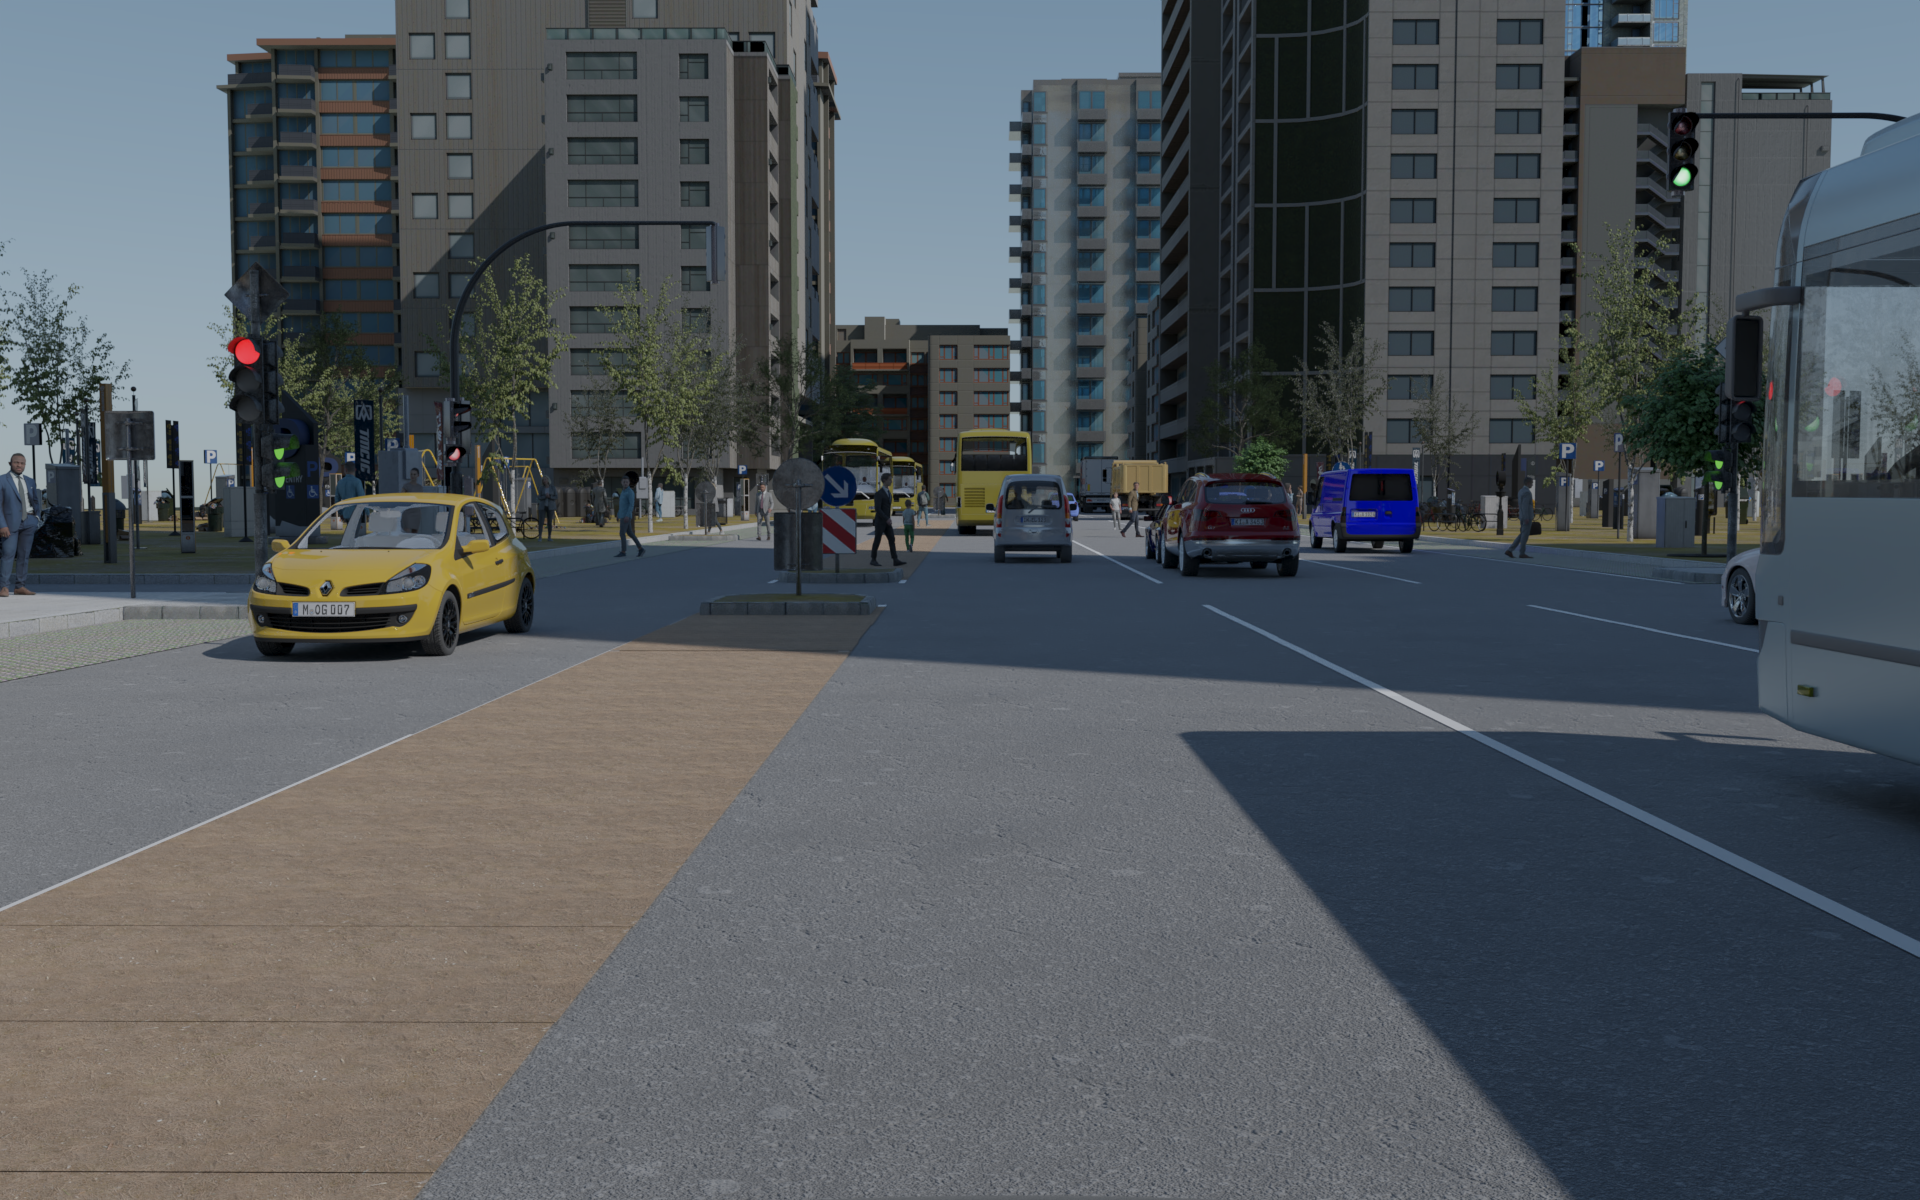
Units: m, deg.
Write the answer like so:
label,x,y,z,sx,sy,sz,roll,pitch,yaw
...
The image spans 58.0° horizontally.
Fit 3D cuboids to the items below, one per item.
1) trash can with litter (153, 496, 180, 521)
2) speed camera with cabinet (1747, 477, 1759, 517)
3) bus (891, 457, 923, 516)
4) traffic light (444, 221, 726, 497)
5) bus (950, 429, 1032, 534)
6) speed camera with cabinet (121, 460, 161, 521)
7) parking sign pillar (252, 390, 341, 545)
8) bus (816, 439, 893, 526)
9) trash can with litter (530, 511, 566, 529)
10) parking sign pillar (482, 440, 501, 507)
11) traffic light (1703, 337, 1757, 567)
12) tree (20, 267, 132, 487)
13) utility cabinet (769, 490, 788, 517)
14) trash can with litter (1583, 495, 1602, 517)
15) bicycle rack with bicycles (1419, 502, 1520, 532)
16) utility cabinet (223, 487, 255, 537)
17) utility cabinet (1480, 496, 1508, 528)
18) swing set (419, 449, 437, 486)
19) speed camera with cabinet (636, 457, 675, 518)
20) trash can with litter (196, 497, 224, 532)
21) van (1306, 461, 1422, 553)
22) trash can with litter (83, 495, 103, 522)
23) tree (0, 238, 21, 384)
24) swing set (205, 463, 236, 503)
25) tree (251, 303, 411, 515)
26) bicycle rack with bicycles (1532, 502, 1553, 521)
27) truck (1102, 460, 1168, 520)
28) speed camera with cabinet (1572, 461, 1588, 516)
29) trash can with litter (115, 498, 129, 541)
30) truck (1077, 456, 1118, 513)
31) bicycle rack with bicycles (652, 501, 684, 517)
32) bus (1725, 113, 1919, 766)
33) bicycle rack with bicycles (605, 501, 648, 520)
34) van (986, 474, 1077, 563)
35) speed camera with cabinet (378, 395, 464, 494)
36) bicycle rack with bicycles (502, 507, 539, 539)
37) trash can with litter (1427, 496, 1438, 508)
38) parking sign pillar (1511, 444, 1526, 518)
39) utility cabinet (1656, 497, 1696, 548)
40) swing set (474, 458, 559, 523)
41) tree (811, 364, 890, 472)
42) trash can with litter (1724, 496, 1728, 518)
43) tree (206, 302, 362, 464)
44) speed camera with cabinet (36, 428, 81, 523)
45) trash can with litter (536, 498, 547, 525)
label,x,y,z,sx,sy,sz,roll,pitch,yaw
trash can with litter,-37.328,-4.289,81.511,0.624,1.170,1.055,2,4,31
speed camera with cabinet,43.733,-6.197,95.649,0.660,3.252,2.038,2,4,30
bus,-4.003,-7.706,117.539,2.896,3.916,12.252,0,4,1
traffic light,-6.318,-3.322,28.981,4.771,5.953,1.251,0,4,1
bus,1.100,-4.447,64.260,2.896,3.916,12.252,0,4,0
speed camera with cabinet,-38.793,-5.366,82.064,0.660,3.252,2.038,1,4,15
parking sign pillar,-17.061,-3.429,44.529,1.447,3.967,1.447,2,4,33
bus,-4.687,-5.438,80.452,2.896,3.916,12.252,0,4,1
trash can with litter,-15.509,-3.267,64.472,1.678,1.210,2.233,1,4,14
parking sign pillar,-22.824,-5.865,84.371,1.447,3.967,1.447,-3,4,-37
traffic light,12.850,-2.438,28.788,0.839,4.253,0.868,0,4,1
tree,-29.390,-6.486,56.406,4.737,8.622,4.395,0,3,0
utility cabinet,-9.950,-5.327,95.778,1.173,1.500,0.318,1,4,11
trash can with litter,36.351,-5.363,98.743,1.678,1.210,2.233,-1,4,-16
bicycle rack with bicycles,17.240,-2.830,59.651,2.852,0.926,2.925,-1,4,-21
utility cabinet,-21.349,-2.622,51.555,0.318,1.500,1.173,2,4,25
utility cabinet,20.087,-3.301,65.138,1.020,1.237,0.306,-1,4,-20
swing set,-19.222,-3.930,61.873,2.862,2.851,3.119,-2,4,-26
speed camera with cabinet,-16.526,-6.093,93.959,2.038,3.252,0.660,-1,4,-14
trash can with litter,-25.641,-2.918,59.104,1.055,1.170,0.624,2,4,23
van,10.141,-2.414,43.849,2.240,2.365,5.245,0,4,2
trash can with litter,-40.847,-4.244,80.452,1.678,1.210,2.233,-3,5,-44
tree,-23.335,-5.381,38.338,4.360,8.622,3.978,0,3,0
swing set,-37.037,-5.616,89.443,2.862,2.851,3.119,1,4,22
tree,-31.128,-9.184,84.576,7.601,10.594,8.767,1,4,10
bicycle rack with bicycles,26.910,-4.255,82.953,2.925,0.926,2.852,0,4,4
truck,10.023,-6.253,98.158,3.469,3.379,9.791,0,4,1
speed camera with cabinet,36.589,-6.566,101.694,0.660,3.252,2.038,-1,4,-22
trash can with litter,-23.261,-2.239,47.989,1.055,1.170,0.624,3,4,38
truck,10.615,-8.861,133.783,2.839,4.237,11.283,0,4,1
bicycle rack with bicycles,-16.781,-5.160,97.746,2.925,0.926,2.852,-2,4,-28
bus,5.163,-0.495,2.960,2.948,3.499,13.247,0,4,1
bicycle rack with bicycles,-17.073,-4.438,85.950,2.852,0.926,2.925,0,4,-4
van,1.556,-1.868,37.549,2.013,2.044,4.112,0,4,1
speed camera with cabinet,-10.970,-2.518,35.504,0.660,3.252,2.038,2,4,26
bicycle rack with bicycles,-13.406,-2.137,48.315,2.925,0.926,2.852,0,4,2
trash can with litter,24.480,-4.801,89.877,0.624,1.170,1.055,3,4,36
parking sign pillar,30.422,-6.474,94.329,1.447,3.967,1.447,0,4,4
utility cabinet,17.251,-1.870,41.731,1.020,1.237,0.306,-2,4,-26
swing set,-19.475,-4.770,75.606,2.862,2.851,3.119,2,4,29
tree,-9.962,-14.293,151.815,7.486,12.596,7.792,0,3,0
trash can with litter,40.605,-4.855,90.773,0.624,1.170,1.055,-2,4,-27
tree,-25.575,-6.943,63.886,4.737,8.622,4.395,0,3,0
speed camera with cabinet,-27.443,-3.516,51.817,2.038,3.252,0.660,-2,4,-27
trash can with litter,-17.106,-3.678,71.514,0.624,1.170,1.055,-2,4,-31
